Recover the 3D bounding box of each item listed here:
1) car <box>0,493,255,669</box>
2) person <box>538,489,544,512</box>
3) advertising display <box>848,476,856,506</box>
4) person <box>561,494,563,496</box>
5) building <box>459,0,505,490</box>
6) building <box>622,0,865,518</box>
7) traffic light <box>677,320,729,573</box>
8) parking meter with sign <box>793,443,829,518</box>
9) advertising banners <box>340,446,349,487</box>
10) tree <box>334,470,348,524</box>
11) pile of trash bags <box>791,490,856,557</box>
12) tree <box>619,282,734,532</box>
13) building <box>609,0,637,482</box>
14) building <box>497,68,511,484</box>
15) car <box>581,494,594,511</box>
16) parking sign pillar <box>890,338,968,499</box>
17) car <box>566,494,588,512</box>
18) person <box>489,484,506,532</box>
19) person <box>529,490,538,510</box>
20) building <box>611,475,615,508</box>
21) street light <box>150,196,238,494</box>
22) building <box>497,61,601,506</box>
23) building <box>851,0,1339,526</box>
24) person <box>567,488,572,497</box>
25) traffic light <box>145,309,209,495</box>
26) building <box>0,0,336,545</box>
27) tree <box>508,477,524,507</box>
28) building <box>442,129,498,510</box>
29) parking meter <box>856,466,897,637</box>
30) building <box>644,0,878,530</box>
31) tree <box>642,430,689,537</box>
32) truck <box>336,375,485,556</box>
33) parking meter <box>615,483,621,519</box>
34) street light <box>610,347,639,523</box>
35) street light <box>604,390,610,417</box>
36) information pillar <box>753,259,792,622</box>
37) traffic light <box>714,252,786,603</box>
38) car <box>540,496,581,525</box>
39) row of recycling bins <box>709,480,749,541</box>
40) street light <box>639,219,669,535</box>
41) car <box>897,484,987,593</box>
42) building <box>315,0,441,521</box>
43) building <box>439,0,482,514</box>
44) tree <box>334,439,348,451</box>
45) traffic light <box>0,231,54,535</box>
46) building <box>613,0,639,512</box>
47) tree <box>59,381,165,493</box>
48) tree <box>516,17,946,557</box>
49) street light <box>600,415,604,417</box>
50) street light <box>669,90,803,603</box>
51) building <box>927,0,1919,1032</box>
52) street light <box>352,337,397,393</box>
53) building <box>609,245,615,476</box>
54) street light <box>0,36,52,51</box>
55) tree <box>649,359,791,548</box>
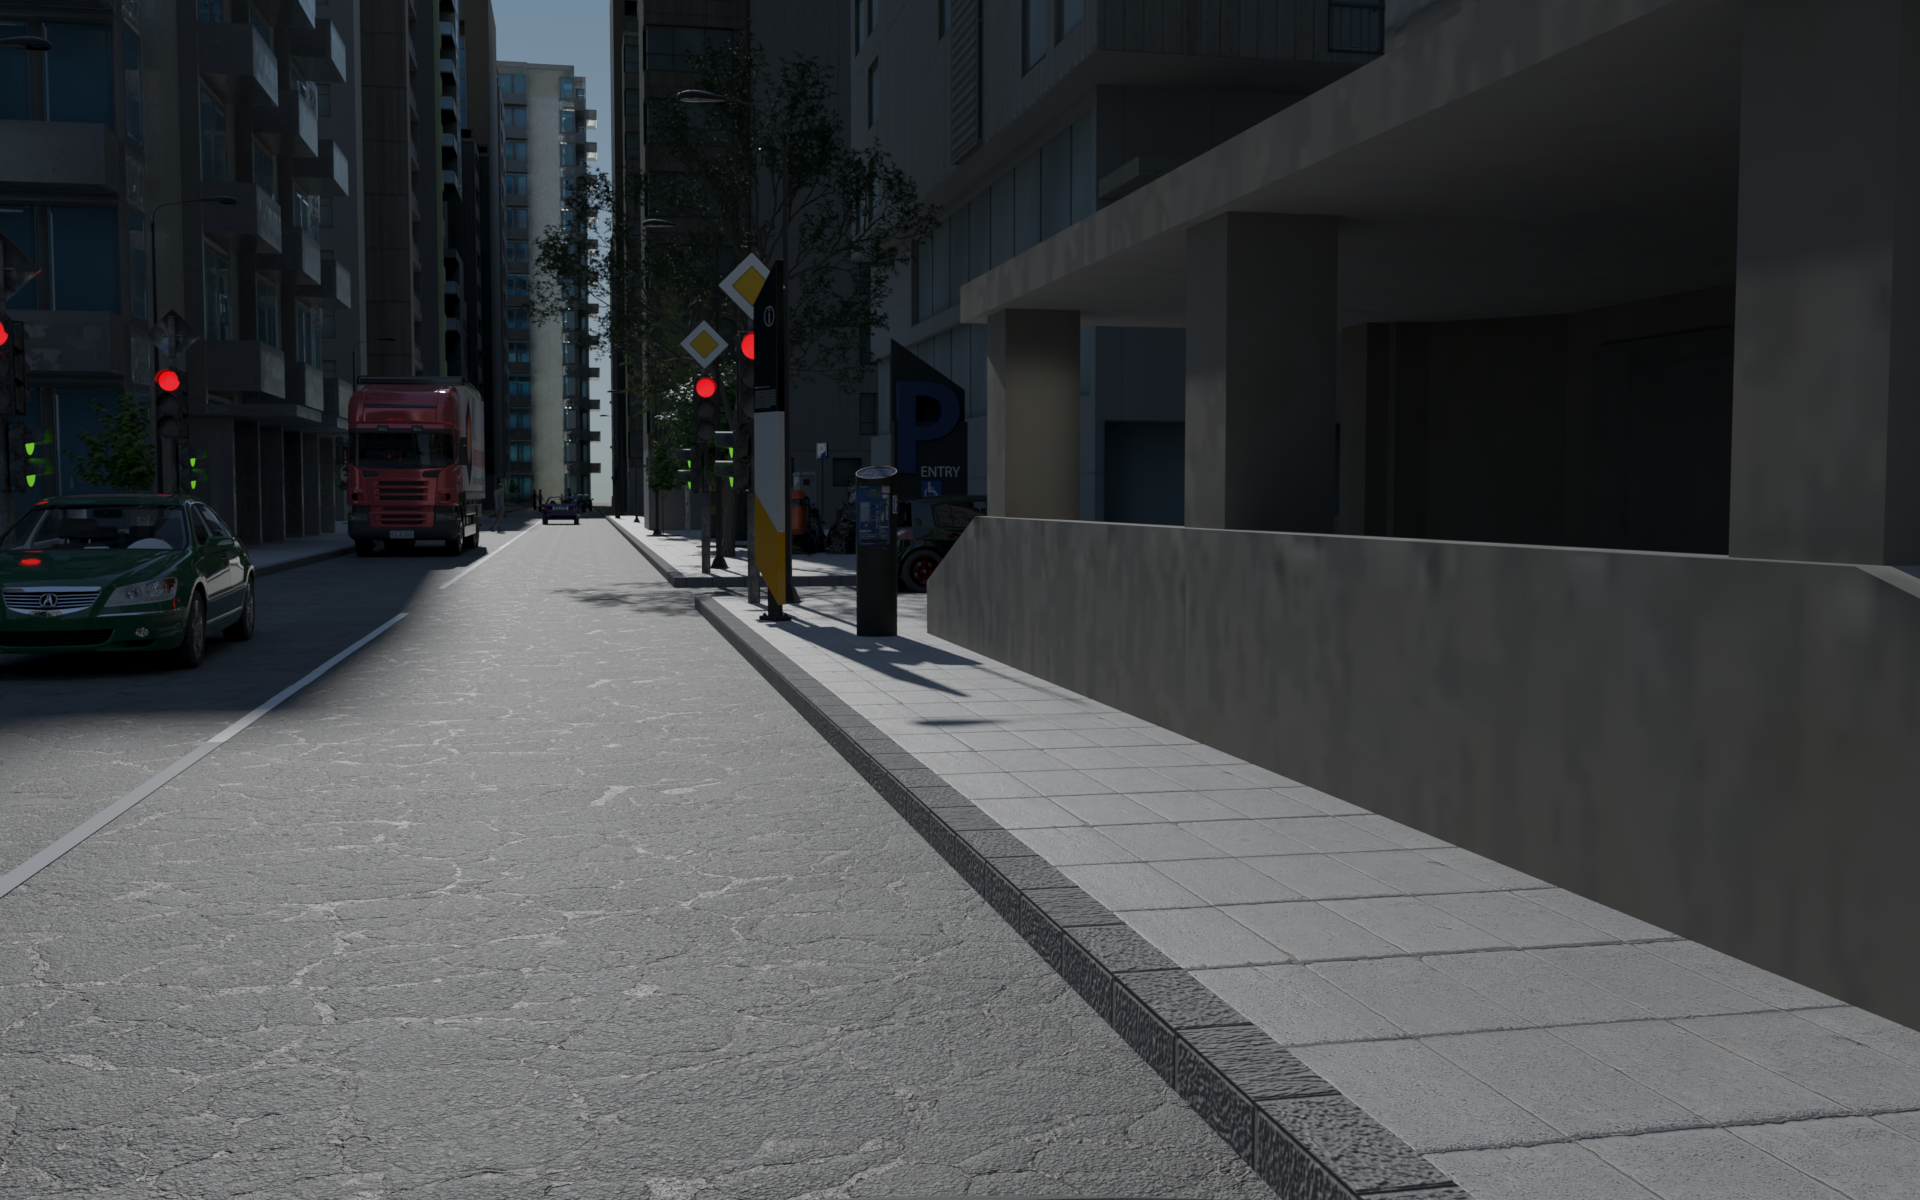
[{"bbox_3d":[-7.525,-0.226,15.496,2.131,1.459,4.920,-1,4,-14],"label":"car"},{"bbox_3d":[-33.688,-7.992,139.153,0.705,1.826,1.348,0,4,3],"label":"person"},{"bbox_3d":[-3.704,-3.425,61.212,0.123,1.923,0.974,-2,4,-30],"label":"advertising display"},{"bbox_3d":[-35.391,-8.692,153.871,0.557,1.426,1.065,-1,4,-14],"label":"person"},{"bbox_3d":[-47.151,-30.536,149.375,14.600,45.320,14.200,-1,4,-12],"label":"building"},{"bbox_3d":[-14.386,-20.743,110.849,14.160,30.474,14.107,-1,4,-12],"label":"building"},{"bbox_3d":[-4.148,-2.393,28.052,0.839,4.253,0.868,-1,4,-12],"label":"traffic light"},{"bbox_3d":[-5.283,-3.808,58.520,1.738,3.016,0.543,-3,5,-43],"label":"parking meter with sign"},{"bbox_3d":[-22.136,-4.150,64.040,0.090,3.025,2.074,2,4,34],"label":"advertising banners"},{"bbox_3d":[-26.238,-4.905,74.806,1.663,3.219,1.824,0,3,0],"label":"tree"},{"bbox_3d":[-3.015,-1.667,37.004,1.912,1.369,3.447,1,4,13],"label":"pile of trash bags"},{"bbox_3d":[-9.205,-6.577,57.897,4.737,8.622,4.395,0,3,0],"label":"tree"},{"bbox_3d":[-22.132,-30.327,145.959,14.600,45.320,14.200,-1,4,-12],"label":"building"},{"bbox_3d":[-50.295,-29.427,164.727,14.086,41.232,14.154,-1,4,-12],"label":"building"},{"bbox_3d":[-31.503,-8.086,143.996,2.131,1.459,4.920,-1,4,-12],"label":"car"},{"bbox_3d":[-0.536,-2.546,30.093,1.447,3.967,1.447,-1,4,-10],"label":"parking sign pillar"},{"bbox_3d":[-30.352,-7.608,136.185,2.131,1.459,4.920,-1,4,-12],"label":"car"},{"bbox_3d":[-17.385,-3.475,65.433,0.709,1.813,0.853,3,4,39],"label":"person"},{"bbox_3d":[-37.727,-8.868,153.454,1.348,1.831,0.705,3,5,44],"label":"person"},{"bbox_3d":[-17.319,-29.059,166.996,32.217,40.220,23.993,-1,4,-12],"label":"building"},{"bbox_3d":[-11.954,-3.333,27.038,1.470,5.913,1.316,-1,4,-12],"label":"street light"},{"bbox_3d":[-55.354,-34.922,190.587,30.456,49.044,23.786,-1,4,-12],"label":"building"},{"bbox_3d":[12.064,-27.783,43.493,27.495,52.752,28.713,-1,4,-12],"label":"building"},{"bbox_3d":[-24.269,-6.045,107.436,0.705,1.812,1.348,-1,4,-20],"label":"person"},{"bbox_3d":[-11.922,-2.289,26.341,0.839,4.253,0.868,-1,4,-12],"label":"traffic light"},{"bbox_3d":[-28.185,-25.888,42.881,23.786,49.044,30.456,-1,4,-12],"label":"building"},{"bbox_3d":[-45.306,-11.058,175.398,1.663,3.219,1.824,0,3,0],"label":"tree"},{"bbox_3d":[-44.074,-22.268,135.779,14.160,30.474,14.107,-1,4,-12],"label":"building"},{"bbox_3d":[-0.754,-0.445,15.684,0.372,1.533,0.369,0,3,0],"label":"parking meter"},{"bbox_3d":[-5.608,-18.155,68.531,14.160,30.474,14.107,-1,4,-12],"label":"building"},{"bbox_3d":[-8.975,-3.519,52.130,1.663,3.219,1.824,0,3,0],"label":"tree"},{"bbox_3d":[-13.499,-3.333,43.412,2.839,4.237,11.283,-1,4,-12],"label":"truck"},{"bbox_3d":[-17.960,-5.206,90.830,0.255,1.863,0.399,-1,4,-17],"label":"parking meter"},{"bbox_3d":[-9.970,-4.966,53.733,1.470,5.913,1.316,-1,4,-12],"label":"street light"},{"bbox_3d":[-15.058,-6.424,77.567,1.470,5.913,1.316,-1,4,-12],"label":"street light"},{"bbox_3d":[-1.926,-1.603,17.558,0.183,3.616,0.504,-3,4,-36],"label":"information pillar"},{"bbox_3d":[-2.441,-1.916,20.251,0.839,4.253,0.868,-1,4,-12],"label":"traffic light"},{"bbox_3d":[-19.090,-4.295,82.810,1.945,1.354,3.894,-1,4,-13],"label":"car"},{"bbox_3d":[-6.392,-2.556,48.901,1.069,1.692,3.534,-1,4,-18],"label":"row of recycling bins"},{"bbox_3d":[-4.679,-3.488,29.568,1.470,5.913,1.316,-1,4,-12],"label":"street light"},{"bbox_3d":[0.662,-0.993,26.019,4.222,1.686,2.009,-1,4,-12],"label":"car"},{"bbox_3d":[-33.326,-24.572,85.354,14.154,41.232,14.086,-1,4,-12],"label":"building"},{"bbox_3d":[-42.519,-48.805,110.641,22.319,86.520,31.000,-1,4,-12],"label":"building"},{"bbox_3d":[-22.664,-5.110,67.264,4.285,4.588,4.351,0,3,0],"label":"tree"},{"bbox_3d":[-10.215,-1.812,18.540,0.839,4.253,0.868,-1,4,-12],"label":"traffic light"},{"bbox_3d":[-15.372,-42.190,128.062,20.563,71.187,20.611,-1,4,-12],"label":"building"},{"bbox_3d":[-14.044,-2.128,29.396,1.663,3.219,1.824,0,3,0],"label":"tree"},{"bbox_3d":[-4.705,-6.139,34.783,8.767,10.594,7.601,-1,4,-9],"label":"tree"},{"bbox_3d":[-20.364,-7.884,101.437,1.470,5.913,1.316,-1,4,-12],"label":"street light"},{"bbox_3d":[-2.570,-2.916,20.211,1.470,5.913,1.316,-1,4,-12],"label":"street light"},{"bbox_3d":[16.913,-19.543,11.405,32.217,40.220,23.993,-1,4,-12],"label":"building"},{"bbox_3d":[-17.351,-4.818,51.322,1.470,5.913,1.316,-1,4,-12],"label":"street light"},{"bbox_3d":[-31.642,-25.716,192.161,14.107,30.474,14.160,-1,4,-12],"label":"building"},{"bbox_3d":[-9.923,-2.759,17.645,1.470,5.913,1.316,-1,4,-12],"label":"street light"},{"bbox_3d":[-5.743,-3.547,41.703,4.285,4.588,4.351,0,3,0],"label":"tree"}]
